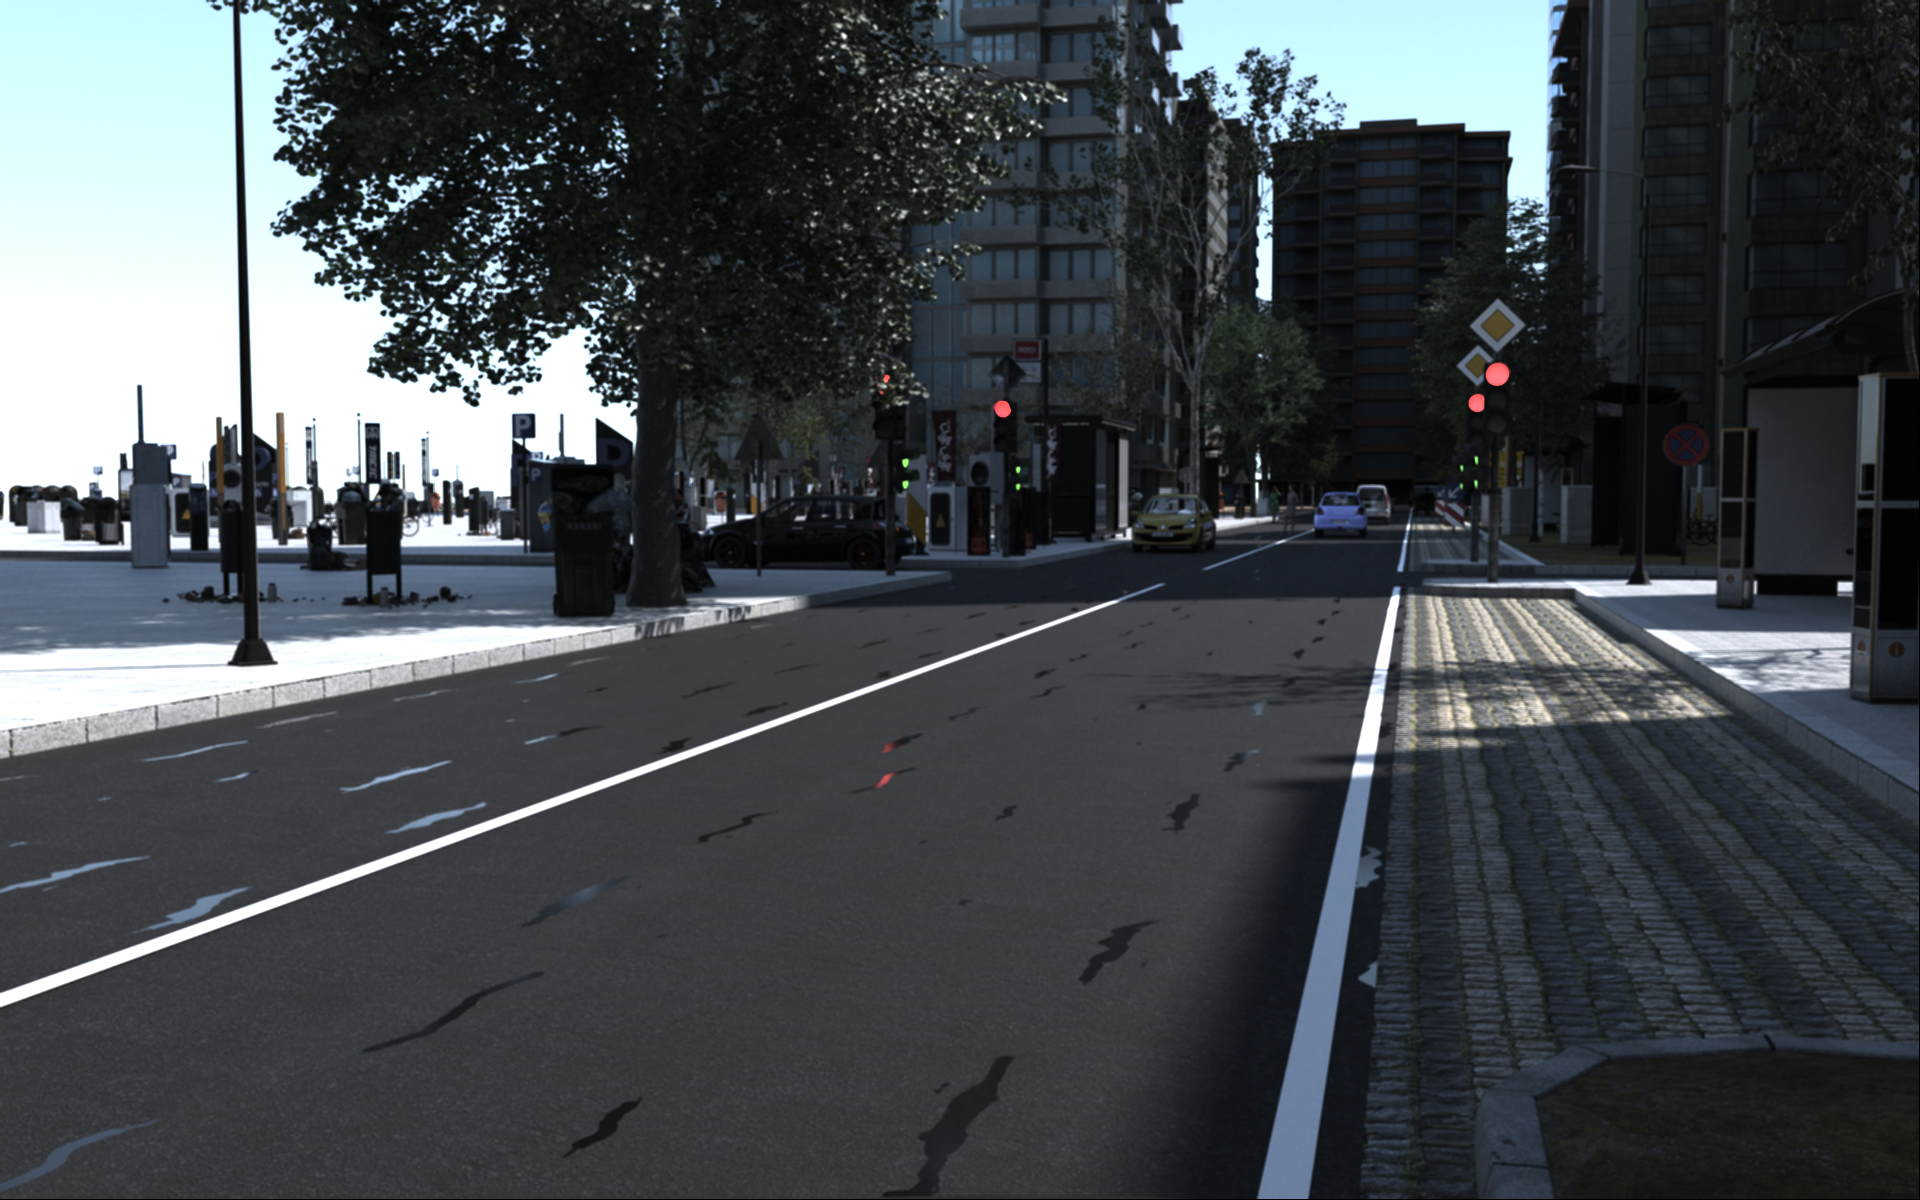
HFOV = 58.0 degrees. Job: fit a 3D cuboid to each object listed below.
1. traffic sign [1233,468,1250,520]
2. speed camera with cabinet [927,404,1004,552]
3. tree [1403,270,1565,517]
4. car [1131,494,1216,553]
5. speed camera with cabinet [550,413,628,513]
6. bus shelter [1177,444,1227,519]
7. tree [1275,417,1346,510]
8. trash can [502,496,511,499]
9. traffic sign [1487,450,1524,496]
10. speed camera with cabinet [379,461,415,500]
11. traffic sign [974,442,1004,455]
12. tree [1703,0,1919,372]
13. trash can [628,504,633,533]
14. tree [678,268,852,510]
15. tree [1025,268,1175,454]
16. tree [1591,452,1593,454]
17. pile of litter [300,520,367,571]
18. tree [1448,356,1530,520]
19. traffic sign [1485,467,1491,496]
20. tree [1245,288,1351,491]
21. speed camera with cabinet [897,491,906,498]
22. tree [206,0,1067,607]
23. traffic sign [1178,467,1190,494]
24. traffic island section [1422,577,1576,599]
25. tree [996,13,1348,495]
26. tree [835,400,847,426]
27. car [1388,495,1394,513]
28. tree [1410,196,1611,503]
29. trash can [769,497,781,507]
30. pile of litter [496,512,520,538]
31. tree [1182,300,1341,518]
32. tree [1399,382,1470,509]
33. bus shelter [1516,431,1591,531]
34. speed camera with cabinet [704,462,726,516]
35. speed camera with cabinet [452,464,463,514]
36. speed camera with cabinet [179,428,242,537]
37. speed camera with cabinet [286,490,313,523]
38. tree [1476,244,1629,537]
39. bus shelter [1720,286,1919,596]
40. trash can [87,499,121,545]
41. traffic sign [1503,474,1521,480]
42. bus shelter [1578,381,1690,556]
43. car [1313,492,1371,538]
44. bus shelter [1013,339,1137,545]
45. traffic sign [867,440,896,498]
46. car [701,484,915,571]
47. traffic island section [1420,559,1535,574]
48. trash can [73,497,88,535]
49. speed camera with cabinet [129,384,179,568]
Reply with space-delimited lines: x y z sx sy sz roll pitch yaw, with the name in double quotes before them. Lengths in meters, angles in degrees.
"traffic sign" 14.117 -5.314 86.889 0.884 2.594 0.081 1 4 16
"speed camera with cabinet" 0.146 -2.713 38.695 0.660 3.252 2.038 -3 5 -44
"tree" 29.661 -11.657 97.254 9.857 13.997 8.962 0 3 0
"car" 5.424 -2.052 43.769 2.015 1.641 3.980 1 4 15
"speed camera with cabinet" -9.067 -2.935 42.321 2.038 3.252 0.660 2 4 31
"bus shelter" 11.876 -5.727 84.912 1.731 3.624 6.357 1 4 15
"tree" 26.819 -11.380 136.430 4.737 8.622 4.395 0 3 0
"trash can" -29.242 -6.138 112.003 0.748 1.137 0.748 0 3 0
"traffic sign" 25.413 -5.286 80.298 2.265 3.308 0.079 1 4 21
"speed camera with cabinet" -33.512 -6.649 103.053 2.038 3.252 0.660 -1 4 -21
"traffic sign" 0.694 -2.564 42.029 0.768 2.556 0.104 1 4 18
"tree" 8.055 -3.903 14.173 4.360 8.622 3.978 0 3 0
"trash can" -10.613 -2.749 56.606 0.748 1.137 0.748 0 3 0
"tree" -6.213 -6.443 55.700 4.360 8.622 3.978 0 3 0
"tree" 5.065 -6.498 56.602 4.360 8.622 3.978 0 3 0
"tree" 29.508 -5.652 76.118 4.285 4.588 4.351 0 3 0
"pile of litter" -10.668 -0.952 29.535 1.176 0.858 1.719 -1 4 -14
"tree" 26.293 -8.342 86.754 4.737 8.622 4.395 0 3 0
"traffic sign" 23.687 -4.763 77.983 0.768 2.556 0.104 1 4 21
"tree" 18.936 -12.227 106.566 9.857 13.997 8.962 0 3 0
"speed camera with cabinet" -2.508 -5.508 84.386 0.660 3.252 2.038 1 4 16
"tree" -3.449 -6.911 19.653 9.857 13.997 8.962 0 3 0
"traffic sign" 10.541 -4.937 80.828 0.768 2.556 0.104 1 4 15
"traffic island section" 7.724 -0.169 25.046 2.009 0.180 2.903 1 4 15
"tree" 8.152 -13.084 69.805 12.611 20.169 13.585 0 3 0
"tree" -7.454 -7.848 78.673 4.737 8.622 4.395 0 3 0
"car" 33.104 -7.574 136.197 2.083 1.381 4.827 1 4 16
"tree" 20.981 -9.099 66.890 7.486 12.596 7.792 0 3 0
"trash can" -8.933 -4.375 83.184 0.748 1.137 0.748 0 3 0
"pile of litter" -12.947 -2.250 50.758 1.176 0.858 1.719 -2 4 -32
"tree" 15.819 -10.292 94.026 9.928 11.665 9.643 0 3 0
"tree" 50.768 -16.266 176.324 12.009 13.543 11.850 0 3 0
"bus shelter" 19.736 -3.910 57.860 2.014 3.302 5.546 1 4 15
"speed camera with cabinet" -14.613 -6.701 103.892 2.038 3.252 0.660 2 4 30
"speed camera with cabinet" -32.187 -7.284 113.429 2.038 3.252 0.660 -1 4 -16
"speed camera with cabinet" -22.526 -3.521 51.908 2.038 3.252 0.660 -1 4 -13
"speed camera with cabinet" -29.585 -5.006 76.181 0.660 3.252 2.038 3 4 38
"tree" 17.636 -6.192 51.596 4.360 8.622 3.978 0 3 0
"bus shelter" 10.068 -1.564 19.492 2.014 3.302 5.546 1 4 15
"trash can" -21.645 -1.979 44.013 0.748 1.137 0.748 0 3 0
"traffic sign" 25.416 -4.811 79.853 0.795 2.450 0.064 1 4 20
"bus shelter" 14.990 -2.905 38.772 1.731 3.624 6.357 1 4 15
"car" 12.829 -2.976 58.250 1.945 1.707 3.694 1 4 14
"bus shelter" 3.087 -4.260 47.279 2.179 5.291 8.768 1 4 15
"traffic sign" -1.494 -2.157 35.270 0.884 2.594 0.081 1 4 19
"car" -2.944 -1.418 32.963 4.222 1.686 2.009 1 4 13
"traffic island section" 9.751 -0.642 32.771 2.009 0.180 2.903 1 4 15
"trash can" -27.702 -2.643 54.873 0.748 1.137 0.748 0 3 0
"speed camera with cabinet" -14.370 -2.228 30.766 0.660 3.252 2.038 -1 4 -22
